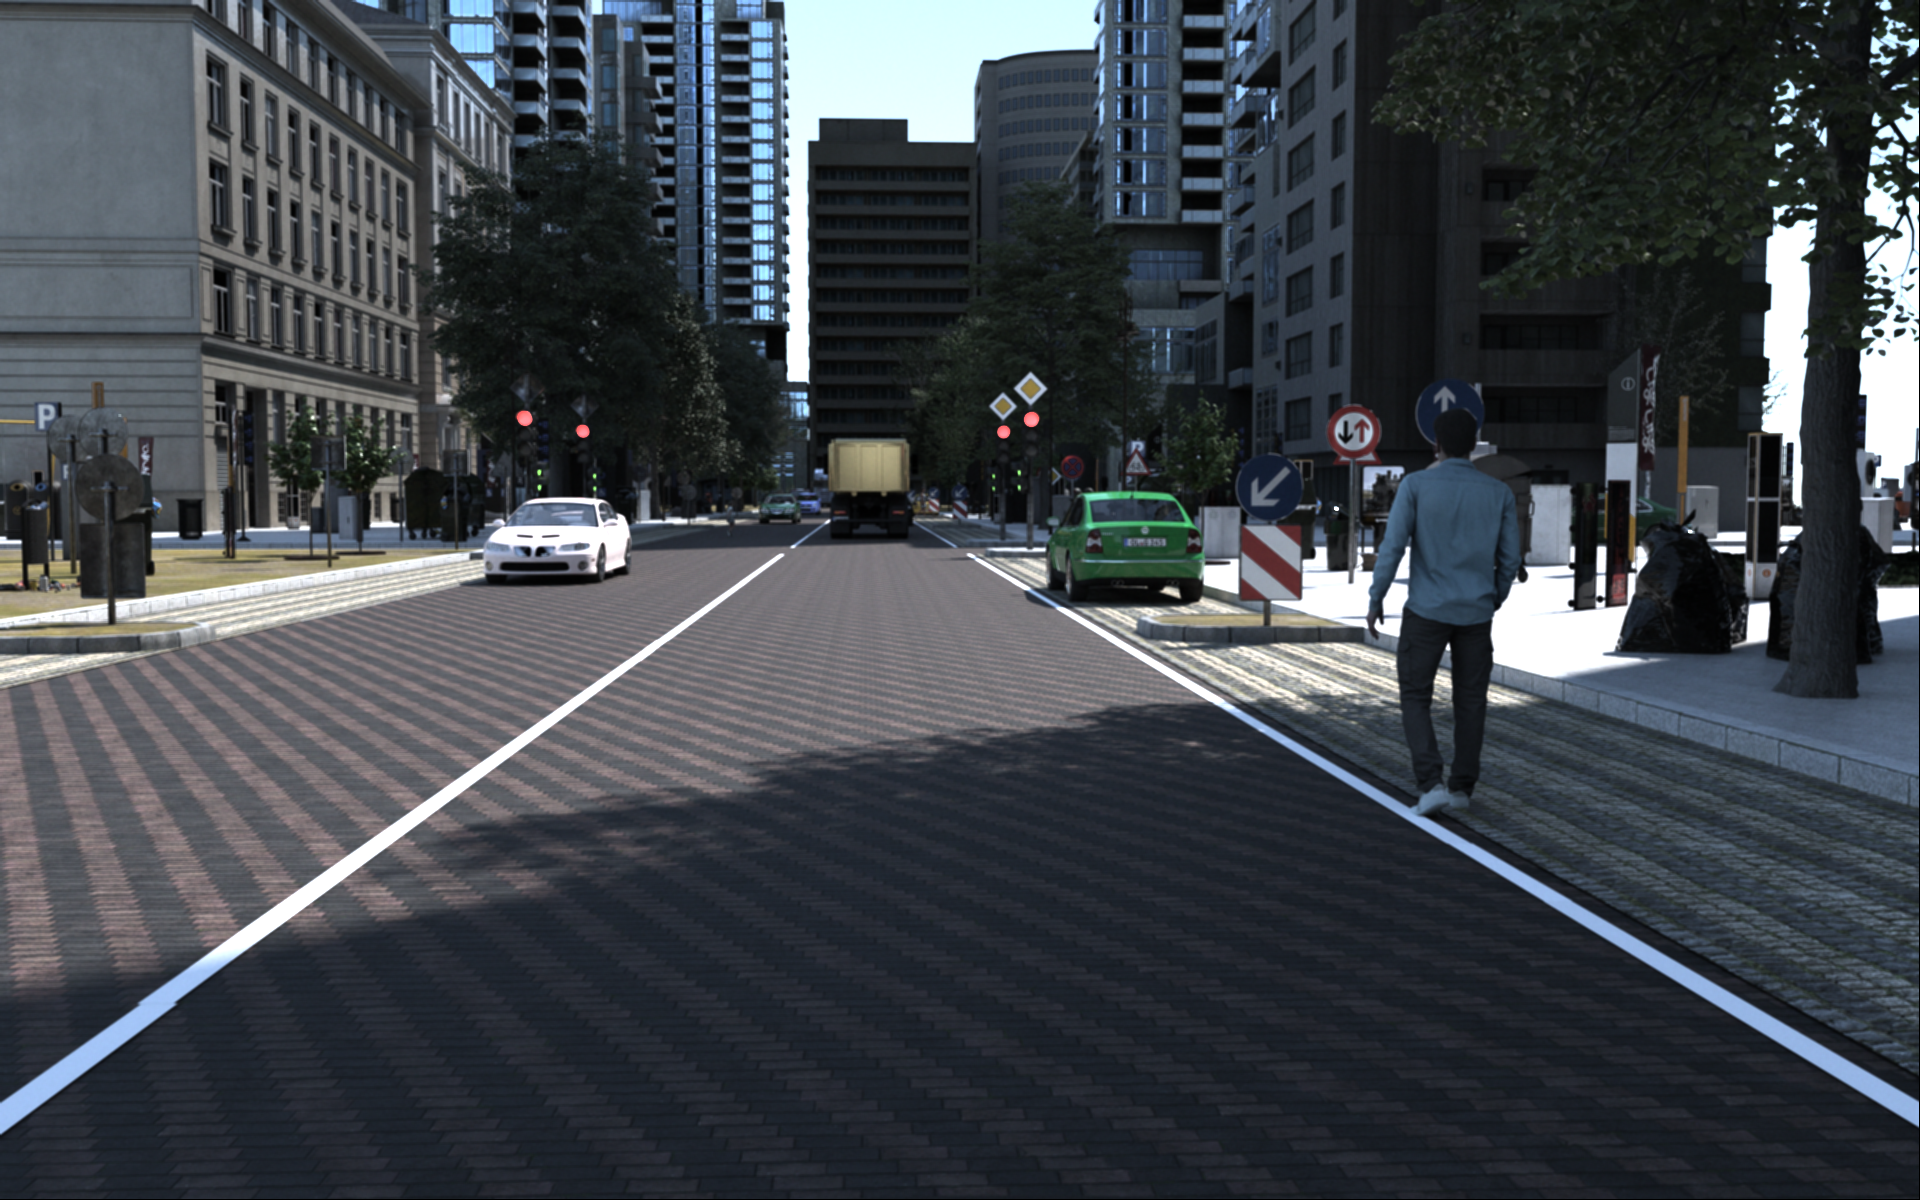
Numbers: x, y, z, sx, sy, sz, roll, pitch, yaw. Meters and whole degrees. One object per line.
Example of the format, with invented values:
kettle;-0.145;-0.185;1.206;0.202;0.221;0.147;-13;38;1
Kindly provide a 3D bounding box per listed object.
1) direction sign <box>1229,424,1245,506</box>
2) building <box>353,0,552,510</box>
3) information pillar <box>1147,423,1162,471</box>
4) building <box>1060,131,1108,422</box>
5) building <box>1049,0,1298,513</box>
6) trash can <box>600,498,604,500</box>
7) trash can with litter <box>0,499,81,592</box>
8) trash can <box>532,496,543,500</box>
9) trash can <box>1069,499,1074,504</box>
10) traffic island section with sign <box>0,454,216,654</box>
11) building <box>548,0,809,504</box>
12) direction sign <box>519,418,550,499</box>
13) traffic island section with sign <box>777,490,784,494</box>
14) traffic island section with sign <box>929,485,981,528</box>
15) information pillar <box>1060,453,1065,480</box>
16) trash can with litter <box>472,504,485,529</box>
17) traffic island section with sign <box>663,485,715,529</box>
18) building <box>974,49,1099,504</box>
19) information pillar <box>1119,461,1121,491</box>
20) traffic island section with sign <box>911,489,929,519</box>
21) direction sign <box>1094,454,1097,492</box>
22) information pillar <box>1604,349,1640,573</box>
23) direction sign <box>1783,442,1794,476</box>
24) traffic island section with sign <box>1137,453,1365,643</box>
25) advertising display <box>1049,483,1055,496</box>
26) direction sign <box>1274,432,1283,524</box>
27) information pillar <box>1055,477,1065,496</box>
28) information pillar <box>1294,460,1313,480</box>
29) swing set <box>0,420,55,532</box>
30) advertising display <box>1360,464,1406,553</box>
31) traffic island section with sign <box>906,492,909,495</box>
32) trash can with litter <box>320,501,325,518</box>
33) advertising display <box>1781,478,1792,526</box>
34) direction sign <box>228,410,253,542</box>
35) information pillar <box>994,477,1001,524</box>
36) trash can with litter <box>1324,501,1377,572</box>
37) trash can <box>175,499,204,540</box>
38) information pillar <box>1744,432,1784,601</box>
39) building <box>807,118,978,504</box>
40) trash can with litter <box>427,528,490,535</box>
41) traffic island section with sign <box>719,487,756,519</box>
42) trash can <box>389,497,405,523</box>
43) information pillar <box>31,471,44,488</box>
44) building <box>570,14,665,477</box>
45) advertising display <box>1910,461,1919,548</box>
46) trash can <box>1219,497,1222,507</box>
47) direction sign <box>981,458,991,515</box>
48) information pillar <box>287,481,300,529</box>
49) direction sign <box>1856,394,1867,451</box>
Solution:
direction sign;9.016;-3.944;56.478;0.379;3.537;0.876;-2;4;-25
building;-39.879;-50.301;135.098;22.319;86.520;31.000;0;4;-3
information pillar;6.422;-4.021;57.098;0.504;3.616;0.183;0;4;-5
building;23.716;-29.677;177.108;32.217;40.220;23.993;0;4;-3
building;19.865;-51.067;147.622;22.319;86.520;31.000;0;4;-3
trash can;-13.166;-3.095;62.261;0.748;1.137;0.748;0;3;0
trash can with litter;-12.297;-0.770;23.643;1.678;1.210;2.233;0;4;2
trash can;-28.285;-6.366;115.735;0.748;1.137;0.748;0;3;0
trash can;3.602;-2.431;51.402;0.748;1.137;0.748;0;3;0
traffic island section with sign;-8.225;-0.471;16.336;1.989;1.847;2.006;0;4;-3
building;-35.250;-55.797;224.946;31.000;86.520;22.319;0;4;-3
direction sign;-12.600;-3.626;51.280;0.876;3.537;0.379;-1;4;-18
traffic island section with sign;-15.434;-8.619;149.546;1.989;1.847;2.006;0;4;-3
traffic island section with sign;-0.153;-3.939;73.032;1.989;1.847;2.006;0;4;-3
information pillar;5.897;-6.626;99.685;0.183;3.616;0.504;2;4;34
trash can with litter;-17.759;-3.193;63.600;0.624;1.170;1.055;-1;4;-20
traffic island section with sign;-11.222;-3.867;71.846;1.989;1.847;2.006;0;4;-3
building;16.417;-41.958;228.018;28.212;58.520;21.231;0;4;-3
information pillar;11.331;-8.049;122.961;0.183;3.616;0.504;0;4;-2
traffic island section with sign;-1.647;-5.612;100.380;1.989;1.847;2.006;0;4;-3
direction sign;7.676;-6.492;98.143;0.379;3.537;0.876;1;4;10
information pillar;10.795;-2.255;28.217;0.504;3.616;0.183;3;4;38
direction sign;35.920;-5.111;75.554;0.379;3.537;0.876;-2;4;-32
traffic island section with sign;2.846;-0.543;17.503;1.989;1.847;2.006;0;4;-3
advertising display;4.088;-4.538;79.404;0.123;1.923;0.974;-2;4;-26
direction sign;11.770;-4.409;64.087;0.379;3.537;0.876;0;4;-8
information pillar;5.197;-5.165;88.940;0.304;2.012;0.304;1;4;22
information pillar;7.409;-2.015;37.430;0.304;2.012;0.304;-1;4;-19
swing set;-20.655;-2.378;36.506;3.119;2.851;2.862;-3;5;-41
advertising display;9.215;-1.991;37.765;0.974;1.923;0.123;0;4;-1
traffic island section with sign;-5.764;-10.274;176.607;1.989;1.847;2.006;0;4;-3
trash can with litter;-24.400;-3.377;66.602;0.624;1.170;1.055;2;4;24
advertising display;32.496;-3.888;68.779;0.974;1.923;0.123;3;5;42
direction sign;-19.421;-3.354;46.841;0.379;3.537;0.876;1;4;18
information pillar;1.643;-4.217;73.437;0.304;2.012;0.304;-3;5;-44
trash can with litter;6.629;-1.076;28.985;1.055;1.170;0.624;2;4;25
trash can;-21.709;-2.275;48.850;0.748;1.137;0.748;0;3;0
information pillar;9.661;-0.999;20.823;0.304;2.012;0.304;0;4;4
building;-8.951;-36.889;226.828;21.600;48.544;21.300;0;4;-3
trash can with litter;-16.162;-2.725;55.614;2.233;1.210;1.678;-2;4;-30
traffic island section with sign;-12.695;-5.521;98.902;1.989;1.847;2.006;0;4;-3
trash can;-25.224;-4.041;77.722;0.748;1.137;0.748;0;3;0
information pillar;-28.989;-3.057;54.474;0.304;2.012;0.304;-3;4;-37
building;-45.597;-33.892;173.744;30.456;49.044;23.786;0;4;-3
advertising display;18.979;-1.735;33.588;0.974;1.923;0.123;1;4;8
trash can;11.983;-4.146;79.438;0.748;1.137;0.748;0;3;0
direction sign;1.594;-7.141;108.746;0.876;3.537;0.379;2;4;28
information pillar;-24.214;-3.571;62.877;0.304;2.012;0.304;2;4;34
direction sign;20.101;-2.895;39.326;0.876;3.537;0.379;0;4;0
